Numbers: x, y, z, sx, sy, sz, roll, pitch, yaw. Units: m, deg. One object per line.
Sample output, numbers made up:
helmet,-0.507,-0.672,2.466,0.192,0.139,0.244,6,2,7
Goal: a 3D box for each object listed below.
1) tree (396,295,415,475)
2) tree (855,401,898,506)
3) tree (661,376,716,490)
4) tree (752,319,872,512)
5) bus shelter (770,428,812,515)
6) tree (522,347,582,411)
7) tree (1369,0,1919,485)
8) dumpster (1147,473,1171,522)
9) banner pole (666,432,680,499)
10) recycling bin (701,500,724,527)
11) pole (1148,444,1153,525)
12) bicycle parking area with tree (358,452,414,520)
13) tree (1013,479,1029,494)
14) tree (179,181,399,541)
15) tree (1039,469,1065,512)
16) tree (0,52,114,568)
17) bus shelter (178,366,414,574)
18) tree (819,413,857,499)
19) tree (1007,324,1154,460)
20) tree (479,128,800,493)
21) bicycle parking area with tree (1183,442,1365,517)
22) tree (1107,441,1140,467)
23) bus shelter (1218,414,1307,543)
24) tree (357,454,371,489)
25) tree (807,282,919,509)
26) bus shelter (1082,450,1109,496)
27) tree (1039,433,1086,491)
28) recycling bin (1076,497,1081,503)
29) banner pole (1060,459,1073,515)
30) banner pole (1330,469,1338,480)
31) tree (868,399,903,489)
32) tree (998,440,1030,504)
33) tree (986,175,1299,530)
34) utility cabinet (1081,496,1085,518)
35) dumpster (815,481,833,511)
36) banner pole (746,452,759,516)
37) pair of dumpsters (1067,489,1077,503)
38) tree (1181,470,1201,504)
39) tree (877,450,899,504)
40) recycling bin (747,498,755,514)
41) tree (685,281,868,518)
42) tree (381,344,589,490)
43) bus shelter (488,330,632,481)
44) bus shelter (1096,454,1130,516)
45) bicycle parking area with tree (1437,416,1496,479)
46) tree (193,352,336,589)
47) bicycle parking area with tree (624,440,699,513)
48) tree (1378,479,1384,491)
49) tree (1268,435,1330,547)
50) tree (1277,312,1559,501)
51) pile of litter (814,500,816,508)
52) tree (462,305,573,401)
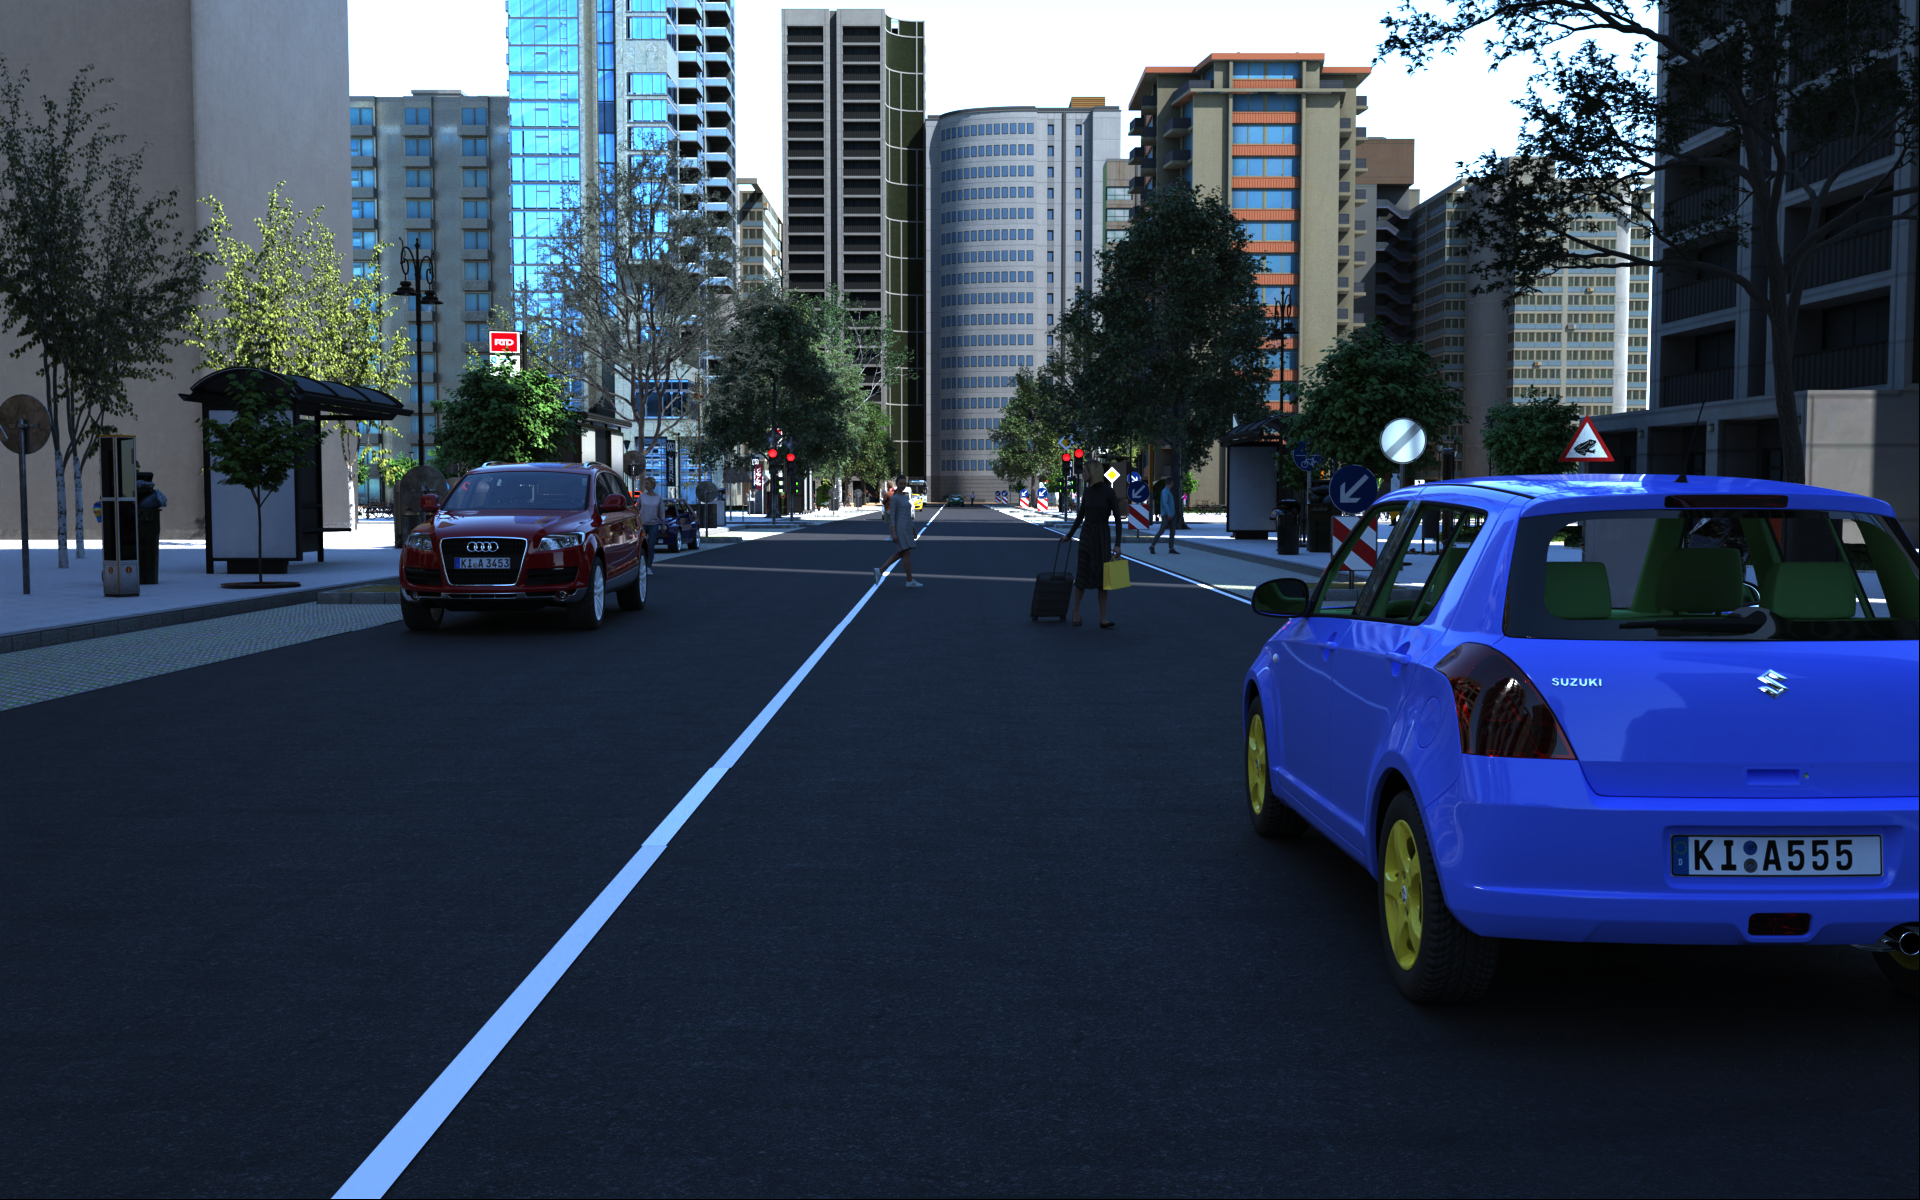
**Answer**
tree,-16.608,-5.907,46.935,4.737,8.622,4.395,0,3,0
tree,-10.760,-16.367,193.355,9.928,11.665,9.643,0,3,0
tree,-15.730,-9.465,105.116,4.360,8.622,3.978,0,3,0
tree,-10.501,-13.151,121.671,9.857,13.997,8.962,0,3,0
bus shelter,-10.490,-7.993,108.325,2.179,5.291,8.768,0,3,0
tree,-20.413,-8.301,86.084,4.360,8.622,3.978,0,3,0
tree,8.231,-5.073,17.352,8.767,10.594,7.601,-3,4,-38
dumpster,9.600,-4.829,81.442,1.502,2.255,1.985,0,4,0
banner pole,-11.593,-4.910,70.295,0.863,3.779,0.401,-3,5,-44
recycling bin,-9.780,-3.420,68.477,0.722,1.027,0.722,-2,4,-33
pole,7.790,-4.705,70.777,0.158,3.312,0.155,0,3,0
bicycle parking area with tree,-31.966,-6.295,89.925,9.016,4.147,8.231,0,4,-5
tree,6.681,-12.313,195.917,1.663,3.219,1.824,0,3,0
tree,-16.688,-5.571,41.449,4.737,8.622,4.395,0,3,0
tree,7.524,-9.006,141.845,1.663,3.219,1.824,0,3,0
tree,-15.286,-4.854,29.721,4.360,8.622,3.978,0,3,0
bus shelter,-11.379,-2.222,30.252,2.014,3.302,5.546,0,4,0
tree,-10.277,-11.572,139.556,4.737,8.622,4.395,0,3,0
tree,6.795,-9.482,89.446,7.601,10.594,8.767,3,4,39
tree,-10.494,-8.999,57.503,12.009,13.543,11.850,0,3,0
bicycle parking area with tree,18.650,-7.268,105.839,9.016,4.147,8.231,-1,4,-14
tree,13.729,-12.281,151.156,4.737,8.622,4.395,0,3,0
bus shelter,8.337,-3.209,46.392,2.014,3.302,5.546,0,4,0
tree,-43.088,-8.429,121.534,4.285,4.588,4.351,0,3,0
tree,-9.995,-18.177,153.084,12.611,20.169,13.585,0,3,0
bus shelter,9.508,-8.763,120.902,2.179,5.291,8.768,0,4,0
tree,8.222,-11.306,135.217,4.737,8.622,4.395,0,3,0
recycling bin,9.390,-7.404,133.605,0.722,1.027,0.722,-2,4,-28
banner pole,6.683,-7.254,108.612,0.863,3.779,0.401,0,4,6
banner pole,8.633,-3.056,39.987,0.401,3.779,0.863,0,4,1
tree,-11.502,-15.714,173.926,9.611,12.733,9.660,0,3,0
tree,7.566,-16.355,217.761,4.737,8.622,4.395,0,3,0
tree,7.796,-8.904,62.587,9.611,12.733,9.660,0,3,0
utility cabinet,6.529,-4.870,90.784,0.306,1.237,1.020,1,4,10
dumpster,-10.133,-7.817,130.307,1.502,2.255,1.985,0,4,0
banner pole,-12.241,-6.877,102.448,0.863,3.779,0.401,-1,4,-21
pair of dumpsters,9.364,-8.914,148.235,1.574,2.255,4.437,0,3,0
tree,16.496,-7.945,124.497,1.663,3.219,1.824,0,3,0
tree,-10.305,-17.032,228.827,4.737,8.622,4.395,0,3,0
recycling bin,-13.508,-6.175,113.510,0.722,1.027,0.722,0,4,4
tree,-9.876,-10.727,92.388,9.611,12.733,9.660,0,3,0
tree,-9.873,-3.320,37.988,4.285,4.588,4.351,0,3,0
bus shelter,-10.469,-4.136,45.251,2.179,5.291,8.768,0,3,0
bus shelter,9.197,-6.922,104.458,1.731,3.624,6.357,0,4,0
bicycle parking area with tree,22.068,-4.665,63.269,8.231,4.147,9.016,1,4,22
tree,-9.763,-1.792,23.893,1.663,3.219,1.824,0,3,0
bicycle parking area with tree,-20.109,-6.499,93.256,8.231,4.147,9.016,2,4,32
tree,25.284,-6.873,106.980,1.663,3.219,1.824,0,3,0
tree,8.244,-2.911,42.196,1.663,3.219,1.824,0,3,0
tree,7.527,-2.911,31.311,4.285,4.588,4.351,0,3,0
pile of litter,-13.102,-8.398,151.269,1.176,0.858,1.719,-2,4,-24
tree,-16.699,-7.065,65.870,4.737,8.622,4.395,0,3,0
